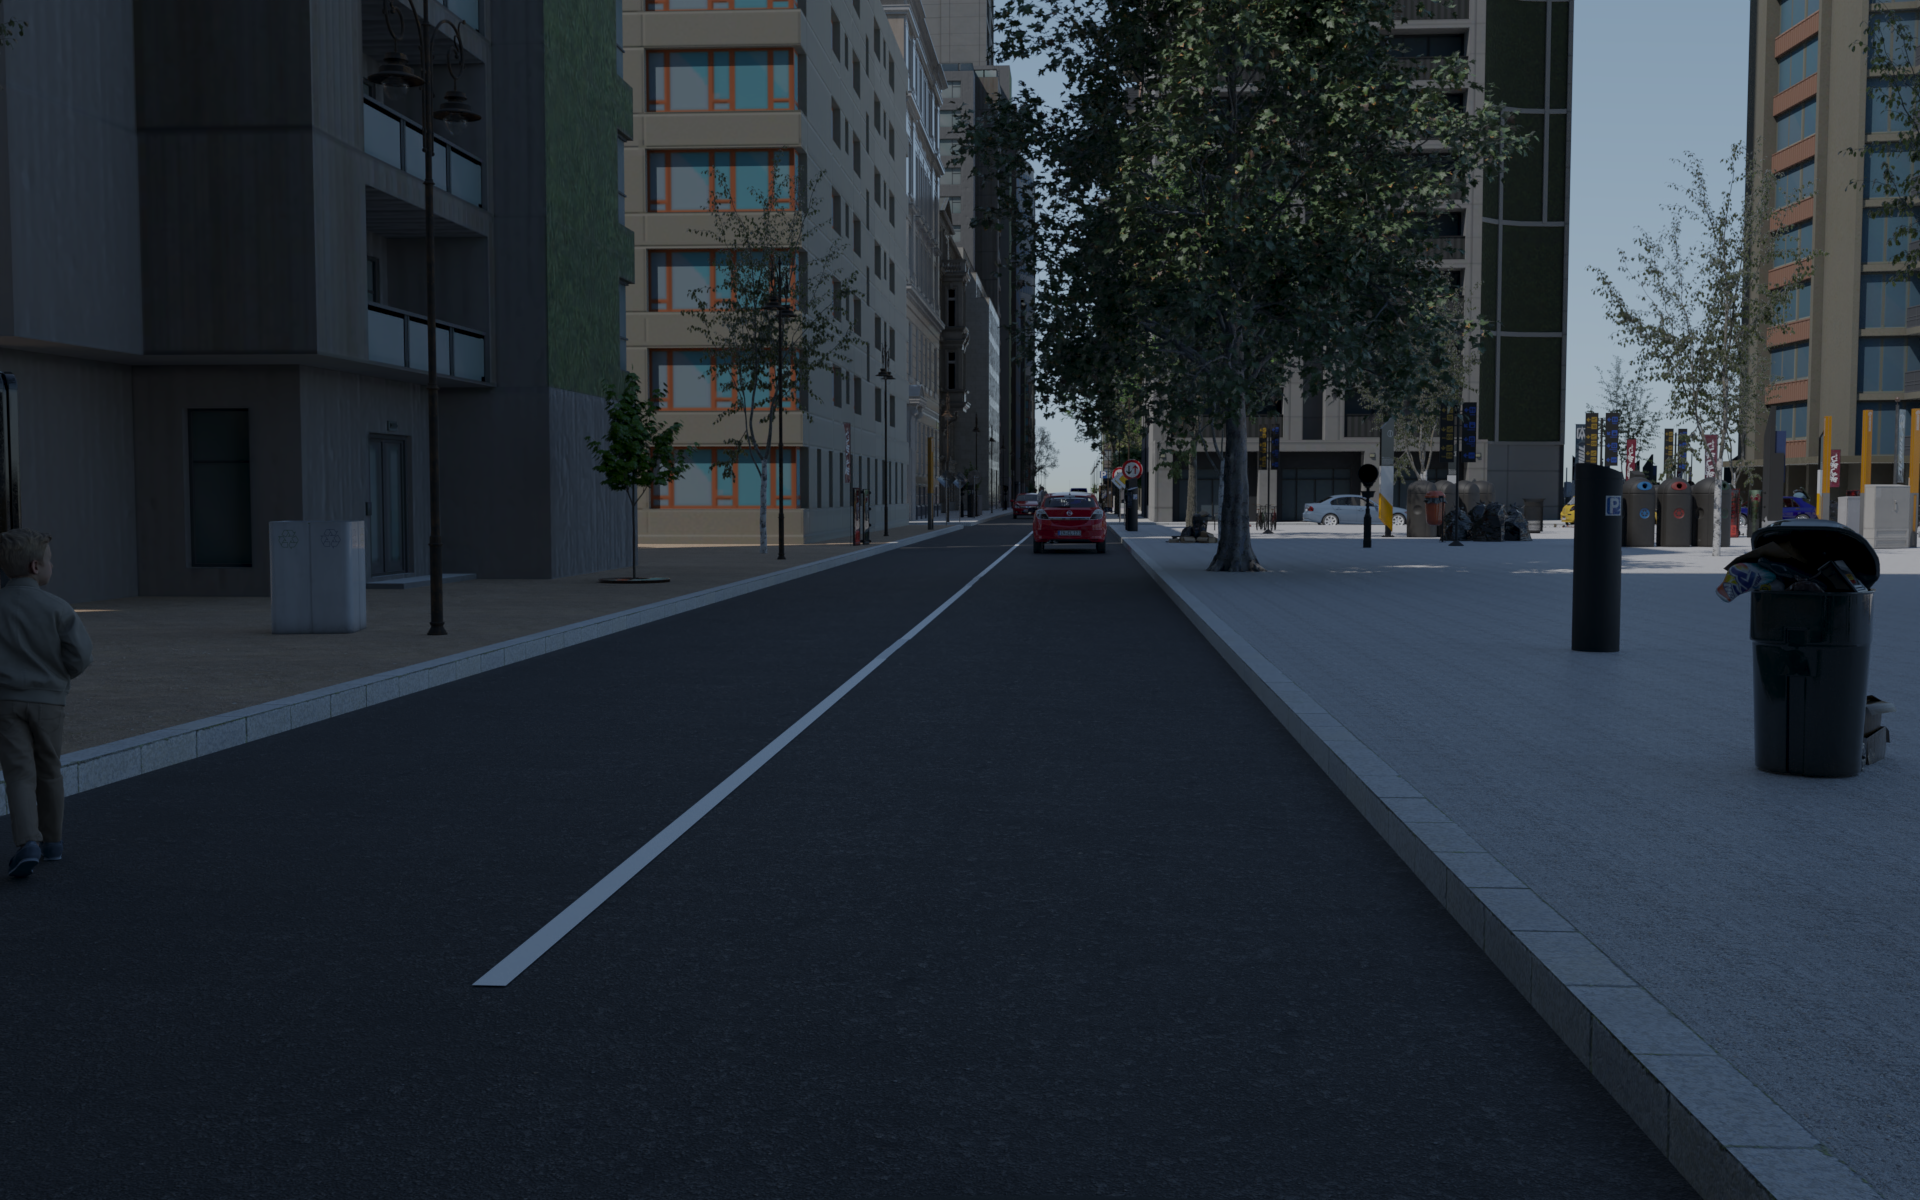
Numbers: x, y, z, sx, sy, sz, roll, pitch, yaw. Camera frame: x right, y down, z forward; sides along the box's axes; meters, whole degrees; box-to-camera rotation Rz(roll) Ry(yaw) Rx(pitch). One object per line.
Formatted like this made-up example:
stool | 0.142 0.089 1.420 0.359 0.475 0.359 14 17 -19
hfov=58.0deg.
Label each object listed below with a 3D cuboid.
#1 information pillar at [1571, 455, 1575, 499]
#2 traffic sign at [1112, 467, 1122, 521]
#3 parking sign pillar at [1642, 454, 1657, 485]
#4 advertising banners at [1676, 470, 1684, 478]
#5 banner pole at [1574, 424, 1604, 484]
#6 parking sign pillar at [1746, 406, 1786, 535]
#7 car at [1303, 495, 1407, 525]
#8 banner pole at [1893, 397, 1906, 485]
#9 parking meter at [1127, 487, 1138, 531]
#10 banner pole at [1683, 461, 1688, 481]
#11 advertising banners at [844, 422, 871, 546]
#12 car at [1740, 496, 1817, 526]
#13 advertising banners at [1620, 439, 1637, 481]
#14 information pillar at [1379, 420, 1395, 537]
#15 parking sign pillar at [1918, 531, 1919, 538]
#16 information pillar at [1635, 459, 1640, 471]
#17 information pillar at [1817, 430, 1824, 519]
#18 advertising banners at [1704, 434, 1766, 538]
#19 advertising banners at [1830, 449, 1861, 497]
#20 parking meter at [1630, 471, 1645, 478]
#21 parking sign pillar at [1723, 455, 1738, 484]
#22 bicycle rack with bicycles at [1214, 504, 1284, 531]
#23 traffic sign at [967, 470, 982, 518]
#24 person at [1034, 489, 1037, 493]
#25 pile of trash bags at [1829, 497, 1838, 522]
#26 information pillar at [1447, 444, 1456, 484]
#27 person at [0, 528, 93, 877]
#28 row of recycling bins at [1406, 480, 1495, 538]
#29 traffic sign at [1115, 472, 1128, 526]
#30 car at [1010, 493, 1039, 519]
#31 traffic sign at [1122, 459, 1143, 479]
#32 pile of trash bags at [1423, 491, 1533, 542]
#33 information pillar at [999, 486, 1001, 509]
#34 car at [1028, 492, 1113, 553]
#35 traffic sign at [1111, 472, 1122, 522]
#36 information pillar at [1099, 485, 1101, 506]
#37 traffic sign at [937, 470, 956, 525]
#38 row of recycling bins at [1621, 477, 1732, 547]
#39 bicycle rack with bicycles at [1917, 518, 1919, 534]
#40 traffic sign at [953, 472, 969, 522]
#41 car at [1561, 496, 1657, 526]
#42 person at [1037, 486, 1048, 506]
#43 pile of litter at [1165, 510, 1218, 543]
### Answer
information pillar | 36.972 -6.891 104.014 0.504 3.616 0.183 2 4 32
traffic sign | 7.546 -4.985 81.617 0.768 2.556 0.104 1 4 13
parking sign pillar | 46.773 -7.893 117.518 1.447 3.967 1.447 0 4 -4
advertising banners | 51.730 -7.965 126.414 2.074 3.025 0.090 3 4 38
banner pole | 19.668 -3.939 54.414 0.863 3.779 0.401 -1 4 -11
parking sign pillar | 25.189 -3.986 53.638 1.447 3.967 1.447 1 4 17
car | 16.629 -3.694 72.391 4.499 1.417 2.014 0 4 3
banner pole | 24.329 -3.357 44.899 0.863 3.779 0.401 -3 5 -44
parking meter | 5.937 -3.129 59.574 0.372 1.533 0.369 0 3 0
banner pole | 47.898 -7.608 114.403 0.401 3.779 0.863 3 5 41
advertising banners | -2.559 -2.864 43.014 0.090 3.025 2.074 1 4 15
car | 33.314 -3.629 71.907 3.894 1.354 1.945 0 4 5
advertising banners | 21.100 -3.640 55.694 0.090 3.025 2.074 -1 4 -13
information pillar | 12.633 -3.664 51.269 0.504 3.616 0.183 -2 4 -27
parking sign pillar | 28.962 -3.809 50.741 1.447 3.967 1.447 -1 4 -16
information pillar | 45.339 -7.635 116.187 0.504 3.616 0.183 2 4 28
information pillar | 29.658 -4.171 59.551 0.504 3.616 0.183 -3 4 -36
advertising banners | 22.596 -3.330 50.632 2.074 3.025 0.090 -1 4 -9
advertising banners | 34.933 -4.373 67.693 2.074 3.025 0.090 1 4 10
parking meter | 16.781 -2.278 42.962 0.255 1.863 0.399 0 4 0
parking sign pillar | 48.038 -7.270 107.338 1.447 3.967 1.447 -3 5 -40
bicycle rack with bicycles | 10.311 -2.950 61.611 2.852 0.926 2.925 2 4 23
traffic sign | 0.753 -5.584 91.411 0.768 2.556 0.104 1 4 9
person | 5.083 -6.681 118.087 0.721 1.781 0.623 0 4 -8
pile of trash bags | 33.076 -3.260 63.048 1.912 1.369 3.447 -1 4 -23
information pillar | 21.938 -5.241 77.042 0.504 3.616 0.183 0 4 -2
person | -3.561 0.378 6.588 0.475 1.303 0.640 -2 4 -31
row of recycling bins | 14.801 -2.743 51.969 3.534 1.692 1.069 -2 4 -35
traffic sign | 6.674 -4.079 70.332 0.795 2.450 0.064 0 4 4
car | 4.008 -5.672 101.785 2.155 1.783 4.494 0 4 2
traffic sign | 6.307 -3.880 63.536 0.768 2.556 0.104 0 4 4
pile of trash bags | 13.847 -2.279 47.021 3.447 1.369 1.912 -2 4 -35
information pillar | 3.385 -9.051 152.482 0.304 2.012 0.304 3 5 44
car | 2.753 -2.099 43.353 2.155 1.783 4.494 0 4 4
traffic sign | 7.218 -4.566 78.299 0.795 2.450 0.064 0 4 4
information pillar | 11.770 -8.566 144.551 0.304 2.012 0.304 -1 4 -12
traffic sign | -0.552 -4.110 70.844 0.795 2.450 0.064 0 4 4
row of recycling bins | 16.850 -2.132 41.979 3.534 1.692 1.069 0 4 -3
bicycle rack with bicycles | 30.115 -2.586 55.669 2.925 0.926 2.852 1 4 15
traffic sign | -0.008 -4.597 78.810 0.795 2.450 0.064 0 4 4
car | 27.039 -3.766 71.800 3.980 1.641 2.015 0 4 4
person | 4.169 -4.759 86.415 0.679 1.850 0.850 0 4 -4
pile of litter | 6.244 -1.925 45.440 1.719 0.858 1.176 3 5 45
